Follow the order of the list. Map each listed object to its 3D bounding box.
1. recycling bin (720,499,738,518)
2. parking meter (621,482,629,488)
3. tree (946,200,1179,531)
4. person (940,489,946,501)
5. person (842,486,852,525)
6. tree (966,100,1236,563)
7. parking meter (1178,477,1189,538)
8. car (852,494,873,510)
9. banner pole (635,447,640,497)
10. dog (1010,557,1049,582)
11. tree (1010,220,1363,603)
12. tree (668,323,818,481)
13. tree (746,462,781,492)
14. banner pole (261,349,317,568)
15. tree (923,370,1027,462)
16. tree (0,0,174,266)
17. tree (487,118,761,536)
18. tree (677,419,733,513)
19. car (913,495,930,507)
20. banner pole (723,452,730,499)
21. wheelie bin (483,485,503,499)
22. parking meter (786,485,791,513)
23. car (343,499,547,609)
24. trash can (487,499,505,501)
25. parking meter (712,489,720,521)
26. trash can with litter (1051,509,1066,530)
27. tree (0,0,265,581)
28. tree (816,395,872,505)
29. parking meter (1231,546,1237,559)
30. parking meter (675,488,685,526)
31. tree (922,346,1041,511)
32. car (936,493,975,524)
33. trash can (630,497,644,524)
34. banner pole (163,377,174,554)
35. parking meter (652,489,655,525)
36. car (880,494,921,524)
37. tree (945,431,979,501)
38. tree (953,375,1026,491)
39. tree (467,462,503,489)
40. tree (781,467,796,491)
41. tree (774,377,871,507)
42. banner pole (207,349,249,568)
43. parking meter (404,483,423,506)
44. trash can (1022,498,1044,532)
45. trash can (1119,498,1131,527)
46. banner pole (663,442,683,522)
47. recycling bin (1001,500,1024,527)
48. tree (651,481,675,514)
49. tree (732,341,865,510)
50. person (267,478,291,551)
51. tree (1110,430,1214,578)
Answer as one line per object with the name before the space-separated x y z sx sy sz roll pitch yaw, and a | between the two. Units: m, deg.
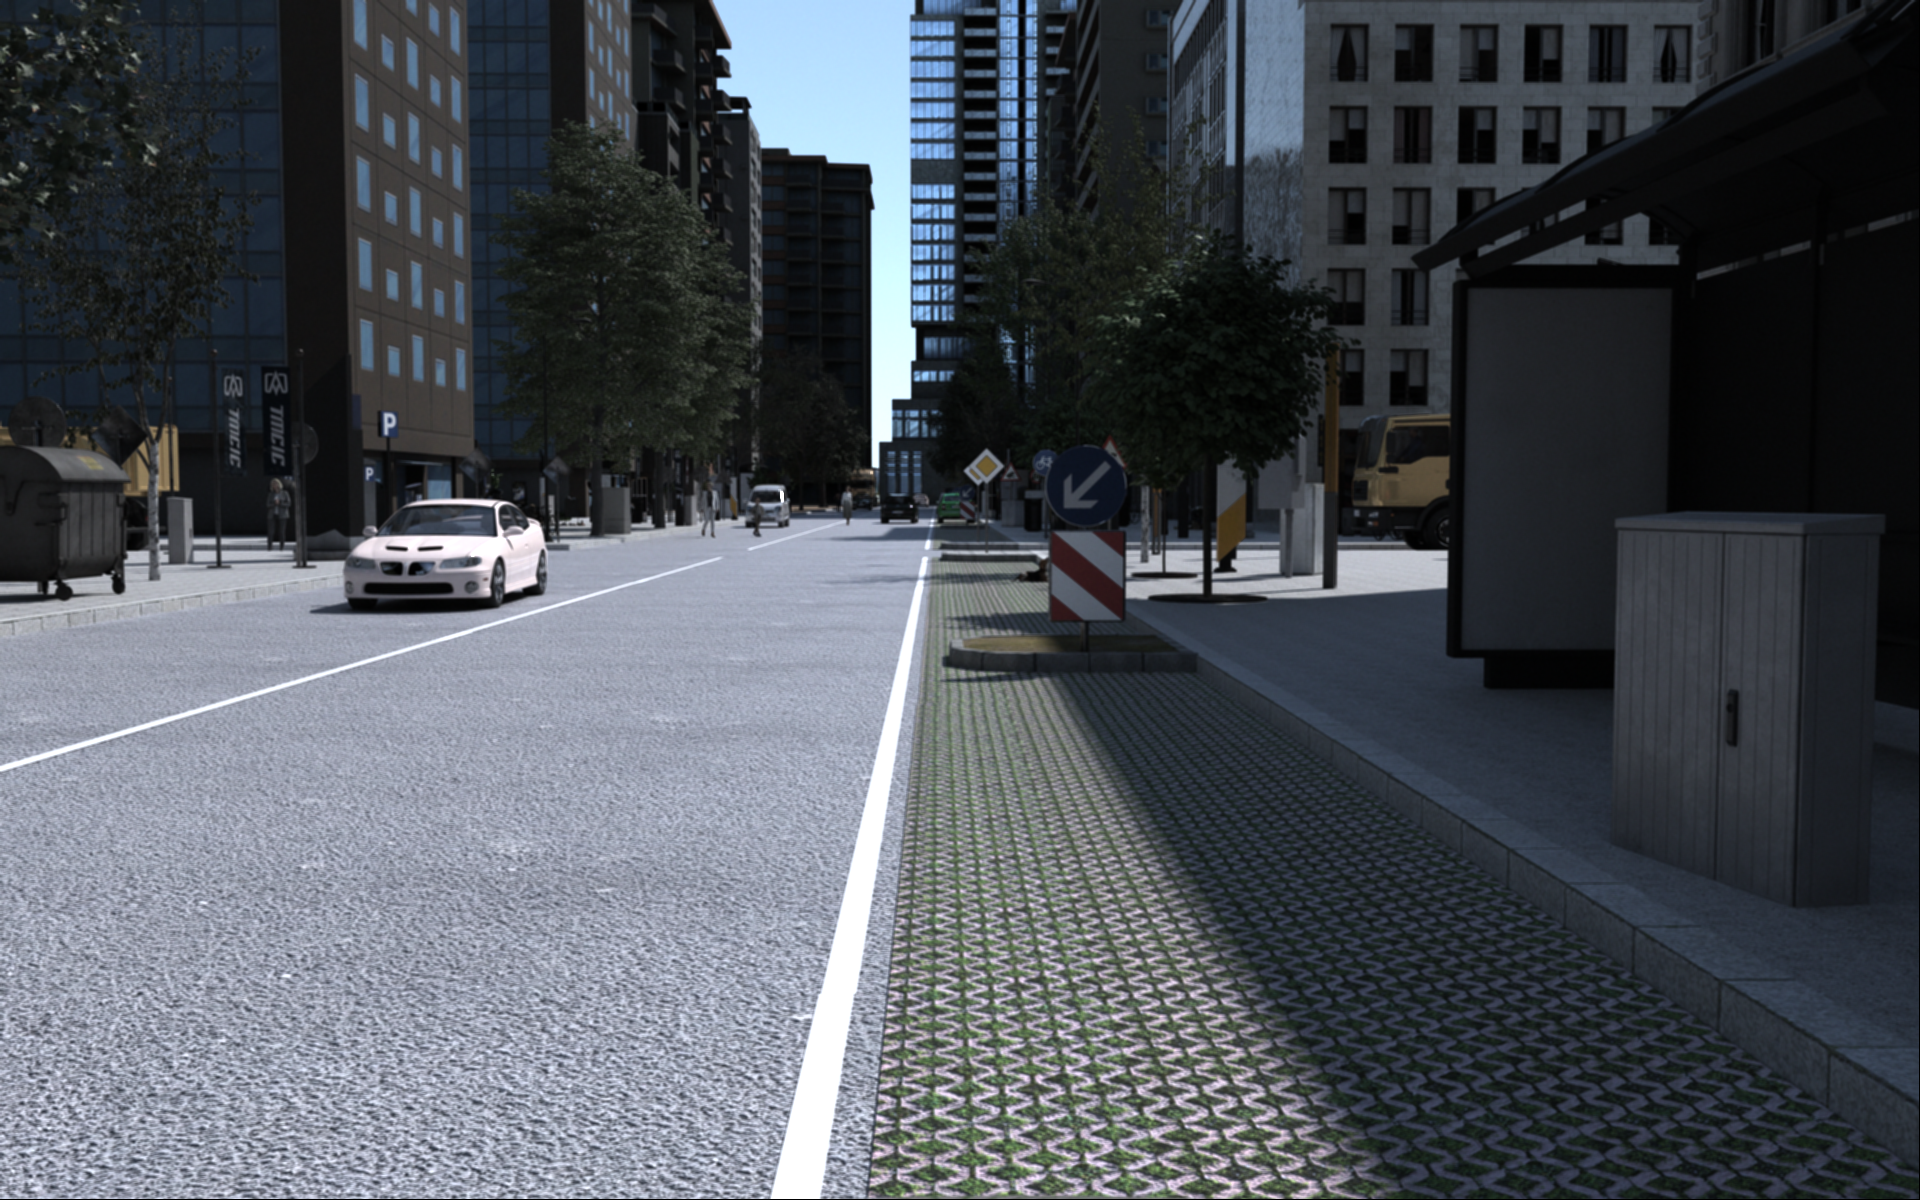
recycling bin | -12.209 -4.828 91.497 0.722 1.027 0.722 -3 4 -37
parking meter | -16.161 -4.751 83.393 0.399 1.863 0.255 0 4 -4
tree | 3.454 -8.219 60.129 9.928 11.665 9.643 0 3 0
person | -1.041 -6.436 113.949 0.478 1.798 0.641 2 4 32
person | -5.194 -4.353 79.903 0.478 1.798 0.641 1 4 9
tree | 3.297 -4.997 32.063 4.737 8.622 4.395 0 3 0
parking meter | 6.530 -2.746 50.603 0.255 1.863 0.399 1 4 19
car | -8.645 -8.748 152.821 2.009 1.686 4.222 0 4 -1
banner pole | -15.085 -5.566 81.022 0.401 3.779 0.863 -2 4 -29
dog | 1.209 -0.491 28.225 0.550 0.427 0.748 -3 5 -40
tree | 3.095 -2.276 20.919 4.285 4.588 4.351 0 3 0
tree | -12.244 -9.782 94.344 8.767 10.594 7.601 -2 4 -33
tree | -12.096 -6.662 103.520 1.663 3.219 1.824 0 3 0
banner pole | -11.603 -2.439 29.897 0.863 3.779 0.401 -2 4 -28
tree | 1.821 -14.936 154.577 12.009 13.543 11.850 0 3 0
tree | -11.438 -5.831 12.343 9.611 12.733 9.660 0 3 0
tree | -10.812 -8.248 52.987 7.486 12.596 7.792 0 3 0
tree | -17.137 -10.088 115.294 4.737 8.622 4.395 0 3 0
car | -4.380 -10.894 190.474 2.083 1.381 4.827 0 4 -1
banner pole | -14.075 -6.996 104.407 0.401 3.779 0.863 2 4 35
wheelie bin | -16.428 -3.245 60.962 0.693 1.594 0.980 -1 4 -20
parking meter | -11.411 -6.681 114.945 0.255 1.863 0.399 3 5 44
car | -6.782 -0.664 23.223 2.083 1.381 4.827 0 4 -2
trash can | -13.833 -2.420 51.227 0.748 1.137 0.748 0 3 0
parking meter | -11.821 -4.618 83.918 0.372 1.533 0.369 0 3 0
trash can with litter | 3.523 -2.797 57.112 1.055 1.170 0.624 1 4 18
tree | -12.143 -4.605 25.653 4.360 8.622 3.978 0 3 0
tree | -13.870 -17.090 197.542 7.486 12.596 7.792 0 3 0
parking meter | 5.291 -1.582 34.276 0.372 1.533 0.369 0 3 0
parking meter | -11.229 -3.728 69.371 0.372 1.533 0.369 0 3 0
tree | 1.640 -13.124 131.582 9.611 12.733 9.660 0 3 0
car | -0.202 -4.662 85.016 1.959 1.807 4.718 0 4 -2
trash can | -14.154 -3.914 75.645 0.748 1.137 0.748 0 3 0
banner pole | -16.810 -2.869 36.921 0.401 3.779 0.863 -2 4 -25
parking meter | -12.808 -3.950 73.000 0.372 1.533 0.369 0 3 0
car | -2.971 -4.634 85.555 2.009 1.686 4.222 0 4 1
tree | 1.543 -16.472 187.439 7.486 12.596 7.792 0 3 0
tree | 2.149 -9.658 108.274 4.360 8.622 3.978 0 3 0
tree | -24.027 -5.734 88.345 1.663 3.219 1.824 0 3 0
tree | -12.733 -7.886 123.541 1.663 3.219 1.824 0 3 0
tree | -13.454 -15.423 169.174 9.611 12.733 9.660 0 3 0
banner pole | -12.810 -2.464 30.296 0.401 3.779 0.863 2 4 29
parking meter | -11.943 -1.804 37.898 0.372 1.533 0.369 0 3 0
trash can | 2.497 -2.906 59.174 0.748 1.137 0.748 0 3 0
trash can | 6.362 -3.452 68.101 0.748 1.137 0.748 0 3 0
banner pole | -13.529 -5.649 82.371 0.863 3.779 0.401 2 4 28
recycling bin | 2.106 -3.381 67.834 0.722 1.027 0.722 3 5 44
tree | -18.874 -7.061 110.046 1.663 3.219 1.824 0 3 0
tree | -12.634 -13.920 137.961 12.009 13.543 11.850 0 3 0
person | -16.158 -1.980 41.055 0.537 1.800 0.526 0 4 -5
tree | 3.060 -1.971 26.823 1.663 3.219 1.824 0 3 0
